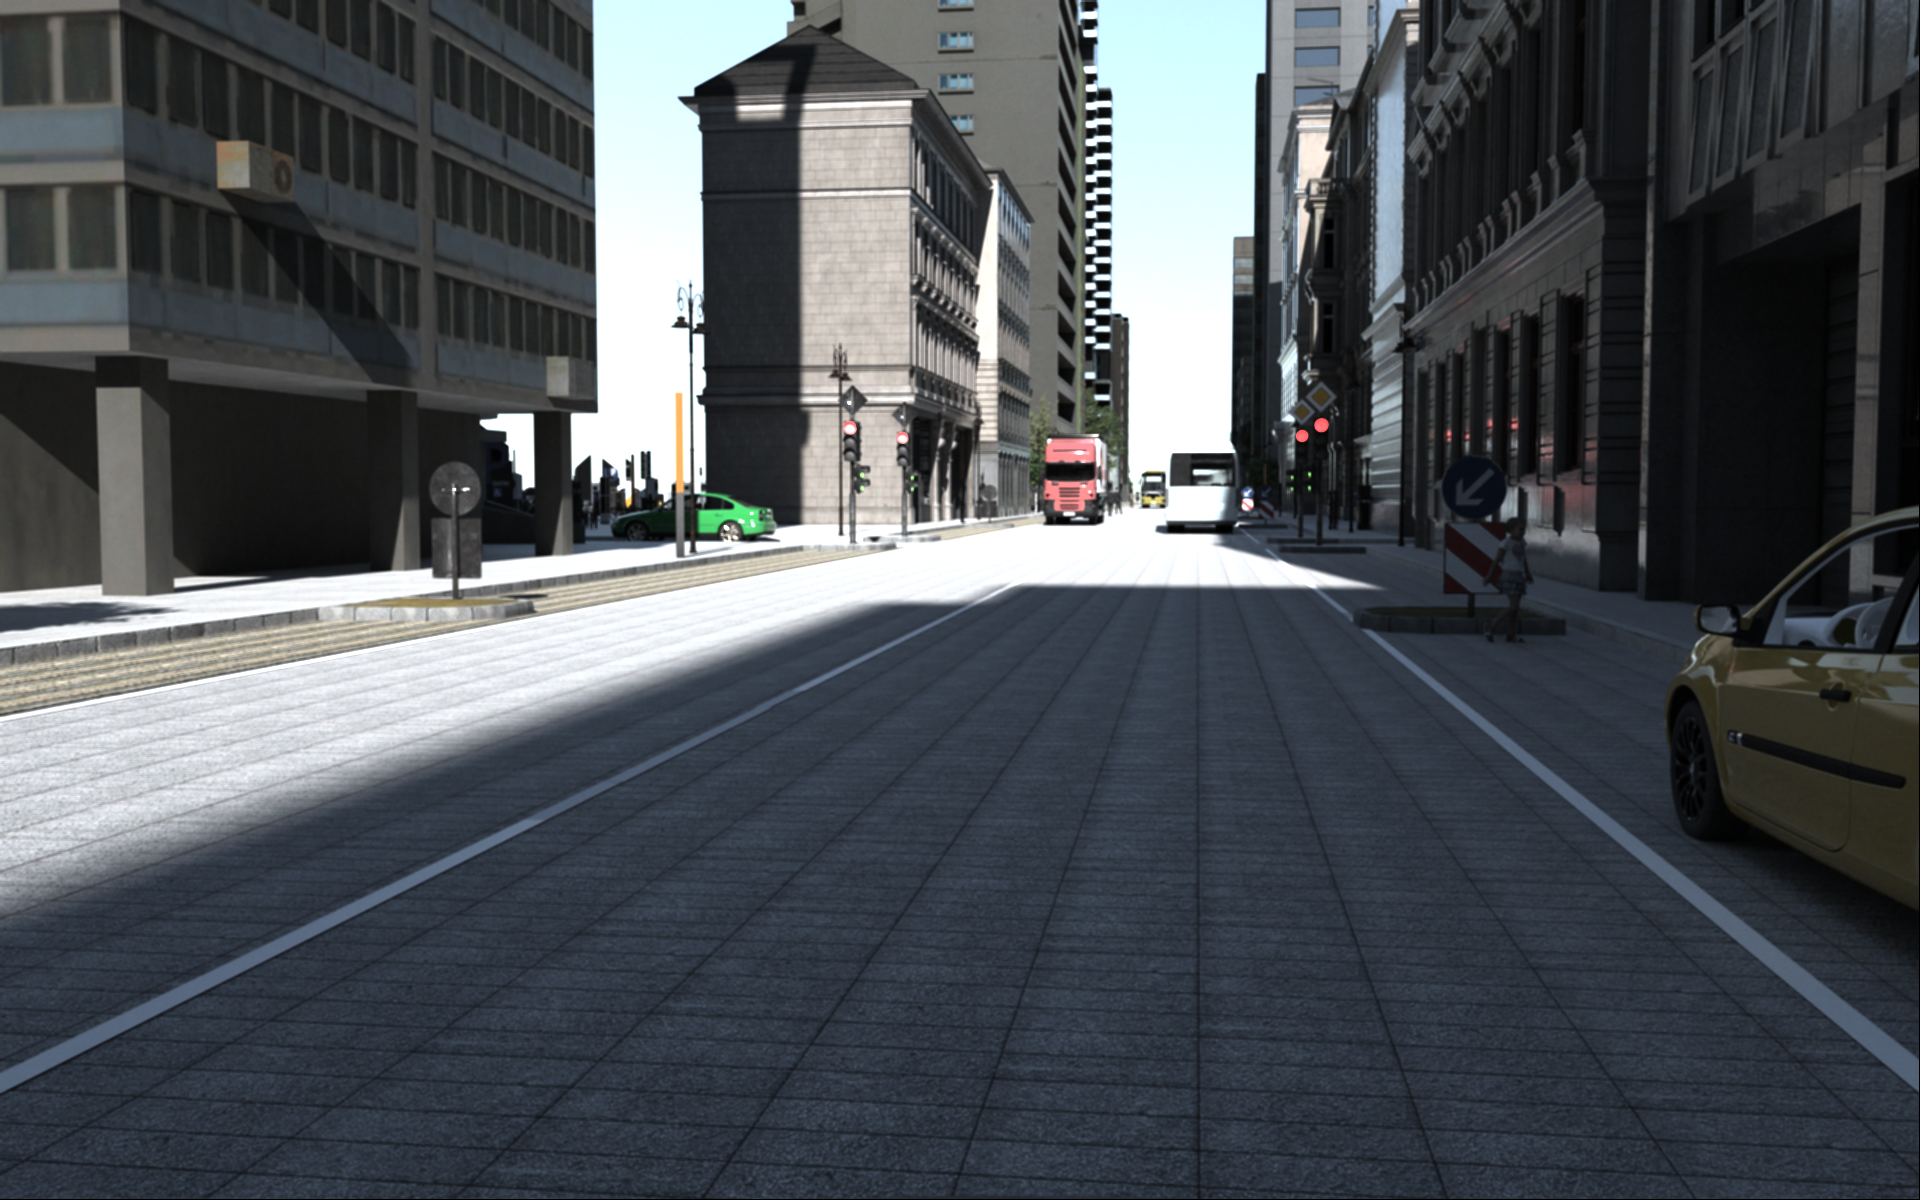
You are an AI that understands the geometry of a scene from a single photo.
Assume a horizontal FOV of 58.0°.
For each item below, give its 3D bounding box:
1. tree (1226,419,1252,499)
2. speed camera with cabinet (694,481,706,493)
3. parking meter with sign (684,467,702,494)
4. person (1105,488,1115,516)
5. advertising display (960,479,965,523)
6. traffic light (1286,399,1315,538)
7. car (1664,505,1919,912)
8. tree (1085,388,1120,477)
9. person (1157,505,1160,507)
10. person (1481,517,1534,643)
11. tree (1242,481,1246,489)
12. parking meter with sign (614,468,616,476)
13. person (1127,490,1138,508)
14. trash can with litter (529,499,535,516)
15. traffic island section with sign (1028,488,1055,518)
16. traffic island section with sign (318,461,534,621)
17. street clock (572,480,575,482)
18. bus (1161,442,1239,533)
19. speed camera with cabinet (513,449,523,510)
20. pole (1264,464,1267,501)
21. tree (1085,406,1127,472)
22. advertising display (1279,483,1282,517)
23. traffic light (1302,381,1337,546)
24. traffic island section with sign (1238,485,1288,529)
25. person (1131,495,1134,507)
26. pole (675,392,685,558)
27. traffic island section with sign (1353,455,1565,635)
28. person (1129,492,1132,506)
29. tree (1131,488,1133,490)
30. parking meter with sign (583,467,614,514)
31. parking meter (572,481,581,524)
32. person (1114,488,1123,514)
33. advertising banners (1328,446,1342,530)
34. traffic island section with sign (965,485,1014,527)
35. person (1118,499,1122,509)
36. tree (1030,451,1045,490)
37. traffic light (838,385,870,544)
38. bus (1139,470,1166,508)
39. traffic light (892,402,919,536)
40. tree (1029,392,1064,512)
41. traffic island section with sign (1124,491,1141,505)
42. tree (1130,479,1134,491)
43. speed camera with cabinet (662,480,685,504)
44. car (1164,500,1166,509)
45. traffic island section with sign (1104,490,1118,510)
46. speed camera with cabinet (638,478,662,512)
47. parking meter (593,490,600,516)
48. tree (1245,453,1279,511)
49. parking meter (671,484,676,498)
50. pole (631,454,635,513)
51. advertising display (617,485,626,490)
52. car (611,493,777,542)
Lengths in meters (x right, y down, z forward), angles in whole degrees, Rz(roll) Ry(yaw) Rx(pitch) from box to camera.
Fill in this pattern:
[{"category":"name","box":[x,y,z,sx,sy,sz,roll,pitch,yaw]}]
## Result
[{"category":"tree","box":[34.550,-16.808,209.226,7.601,10.594,8.767,1,4,8]},{"category":"speed camera with cabinet","box":[-17.861,-7.637,119.207,2.038,3.252,0.660,3,5,43]},{"category":"parking meter with sign","box":[-17.444,-7.029,111.191,1.738,3.016,0.543,0,4,1]},{"category":"person","box":[9.800,-6.394,112.817,0.659,1.850,0.755,1,4,12]},{"category":"advertising display","box":[0.101,-4.366,76.597,0.123,1.923,0.974,0,4,-5]},{"category":"traffic light","box":[10.031,-3.798,51.017,0.839,4.253,0.868,0,4,8]},{"category":"car","box":[3.745,0.261,5.949,2.015,1.641,3.980,0,4,6]},{"category":"tree","box":[13.087,-16.244,183.714,7.486,12.596,7.792,0,3,0]},{"category":"person","box":[22.618,-11.495,197.153,1.217,1.736,0.721,0,4,-8]},{"category":"person","box":[5.331,-0.199,16.772,0.505,1.210,0.382,-3,4,-38]},{"category":"tree","box":[35.844,-13.475,214.909,1.663,3.219,1.824,0,3,0]},{"category":"parking meter with sign","box":[-23.883,-7.339,116.247,1.738,3.016,0.543,2,4,33]},{"category":"person","box":[17.939,-10.529,180.654,1.348,1.824,0.705,2,4,34]},{"category":"trash can with litter","box":[-14.250,-2.926,59.235,0.624,1.170,1.055,1,4,11]},{"category":"traffic island section with sign","box":[5.061,-5.720,102.141,1.989,1.847,2.006,0,4,8]},{"category":"traffic island section with sign","box":[-6.146,-0.717,20.357,1.989,1.847,2.006,0,4,8]},{"category":"street clock","box":[-23.949,-6.341,108.242,0.471,2.002,0.358,-1,4,-12]},{"category":"bus","box":[9.332,-4.454,67.680,2.948,3.499,13.247,0,4,7]},{"category":"speed camera with cabinet","box":[-20.404,-5.029,76.564,2.038,3.252,0.660,1,4,13]},{"category":"pole","box":[20.553,-7.506,116.563,0.158,3.312,0.155,0,3,0]},{"category":"tree","box":[16.061,-16.982,203.405,9.928,11.665,9.643,0,3,0]},{"category":"advertising display","box":[18.002,-5.634,97.333,0.123,1.923,0.974,1,4,12]},{"category":"traffic light","box":[8.945,-3.314,43.106,0.839,4.253,0.868,0,4,8]},{"category":"traffic island section with sign","box":[12.712,-3.921,72.738,1.989,1.847,2.006,0,4,8]},{"category":"person","box":[19.963,-11.649,199.749,0.721,1.735,1.217,0,4,-4]},{"category":"pole","box":[-5.630,-2.503,34.771,0.158,3.312,0.155,0,3,0]},{"category":"traffic island section with sign","box":[5.295,-0.612,18.636,1.989,1.847,2.006,0,4,8]},{"category":"person","box":[20.659,-12.182,208.397,0.721,1.735,1.217,-2,4,-26]},{"category":"tree","box":[27.876,-17.839,286.272,1.663,3.219,1.824,0,3,0]},{"category":"parking meter with sign","box":[-23.652,-7.130,112.835,1.738,3.016,0.543,0,4,2]},{"category":"parking meter","box":[-16.554,-4.223,74.752,0.255,1.863,0.399,1,4,19]},{"category":"person","box":[11.392,-7.154,124.837,0.648,1.900,0.474,2,4,27]},{"category":"advertising banners","box":[13.669,-4.085,62.973,0.090,3.025,2.074,2,4,24]},{"category":"traffic island section with sign","box":[1.302,-4.042,74.719,1.989,1.847,2.006,0,4,8]},{"category":"person","box":[15.466,-9.566,168.169,0.557,1.426,1.065,3,4,36]},{"category":"tree","box":[4.136,-8.012,114.711,4.285,4.588,4.351,0,3,0]},{"category":"traffic light","box":[-2.759,-3.411,44.690,0.839,4.253,0.868,0,4,8]},{"category":"bus","box":[20.158,-11.496,179.503,2.896,3.916,12.252,0,4,8]},{"category":"traffic light","box":[-1.673,-3.895,52.601,0.839,4.253,0.868,0,4,8]},{"category":"tree","box":[5.525,-10.698,125.268,4.737,8.622,4.395,0,3,0]},{"category":"traffic island section with sign","box":[23.087,-13.746,233.368,1.989,1.847,2.006,0,4,8]},{"category":"tree","box":[26.745,-18.275,282.505,4.285,4.588,4.351,0,3,0]},{"category":"speed camera with cabinet","box":[-19.054,-7.295,113.611,2.038,3.252,0.660,2,4,25]},{"category":"car","box":[14.739,-6.408,116.770,2.014,1.417,4.499,0,4,7]},{"category":"traffic island section with sign","box":[15.527,-10.379,178.322,1.989,1.847,2.006,0,4,8]},{"category":"speed camera with cabinet","box":[-17.301,-6.226,96.131,0.660,3.252,2.038,0,4,7]},{"category":"parking meter","box":[-21.474,-5.742,102.286,0.372,1.533,0.369,0,3,0]},{"category":"tree","box":[23.887,-9.269,135.262,4.285,4.588,4.351,0,3,0]},{"category":"parking meter","box":[-16.250,-5.696,98.840,0.399,1.863,0.255,0,4,-3]},{"category":"pole","box":[-16.737,-5.796,88.600,0.158,3.312,0.155,0,3,0]},{"category":"advertising display","box":[-24.465,-7.393,126.085,0.974,1.923,0.123,0,4,5]},{"category":"car","box":[-7.647,-2.495,49.592,4.718,1.807,1.959,1,4,8]}]
